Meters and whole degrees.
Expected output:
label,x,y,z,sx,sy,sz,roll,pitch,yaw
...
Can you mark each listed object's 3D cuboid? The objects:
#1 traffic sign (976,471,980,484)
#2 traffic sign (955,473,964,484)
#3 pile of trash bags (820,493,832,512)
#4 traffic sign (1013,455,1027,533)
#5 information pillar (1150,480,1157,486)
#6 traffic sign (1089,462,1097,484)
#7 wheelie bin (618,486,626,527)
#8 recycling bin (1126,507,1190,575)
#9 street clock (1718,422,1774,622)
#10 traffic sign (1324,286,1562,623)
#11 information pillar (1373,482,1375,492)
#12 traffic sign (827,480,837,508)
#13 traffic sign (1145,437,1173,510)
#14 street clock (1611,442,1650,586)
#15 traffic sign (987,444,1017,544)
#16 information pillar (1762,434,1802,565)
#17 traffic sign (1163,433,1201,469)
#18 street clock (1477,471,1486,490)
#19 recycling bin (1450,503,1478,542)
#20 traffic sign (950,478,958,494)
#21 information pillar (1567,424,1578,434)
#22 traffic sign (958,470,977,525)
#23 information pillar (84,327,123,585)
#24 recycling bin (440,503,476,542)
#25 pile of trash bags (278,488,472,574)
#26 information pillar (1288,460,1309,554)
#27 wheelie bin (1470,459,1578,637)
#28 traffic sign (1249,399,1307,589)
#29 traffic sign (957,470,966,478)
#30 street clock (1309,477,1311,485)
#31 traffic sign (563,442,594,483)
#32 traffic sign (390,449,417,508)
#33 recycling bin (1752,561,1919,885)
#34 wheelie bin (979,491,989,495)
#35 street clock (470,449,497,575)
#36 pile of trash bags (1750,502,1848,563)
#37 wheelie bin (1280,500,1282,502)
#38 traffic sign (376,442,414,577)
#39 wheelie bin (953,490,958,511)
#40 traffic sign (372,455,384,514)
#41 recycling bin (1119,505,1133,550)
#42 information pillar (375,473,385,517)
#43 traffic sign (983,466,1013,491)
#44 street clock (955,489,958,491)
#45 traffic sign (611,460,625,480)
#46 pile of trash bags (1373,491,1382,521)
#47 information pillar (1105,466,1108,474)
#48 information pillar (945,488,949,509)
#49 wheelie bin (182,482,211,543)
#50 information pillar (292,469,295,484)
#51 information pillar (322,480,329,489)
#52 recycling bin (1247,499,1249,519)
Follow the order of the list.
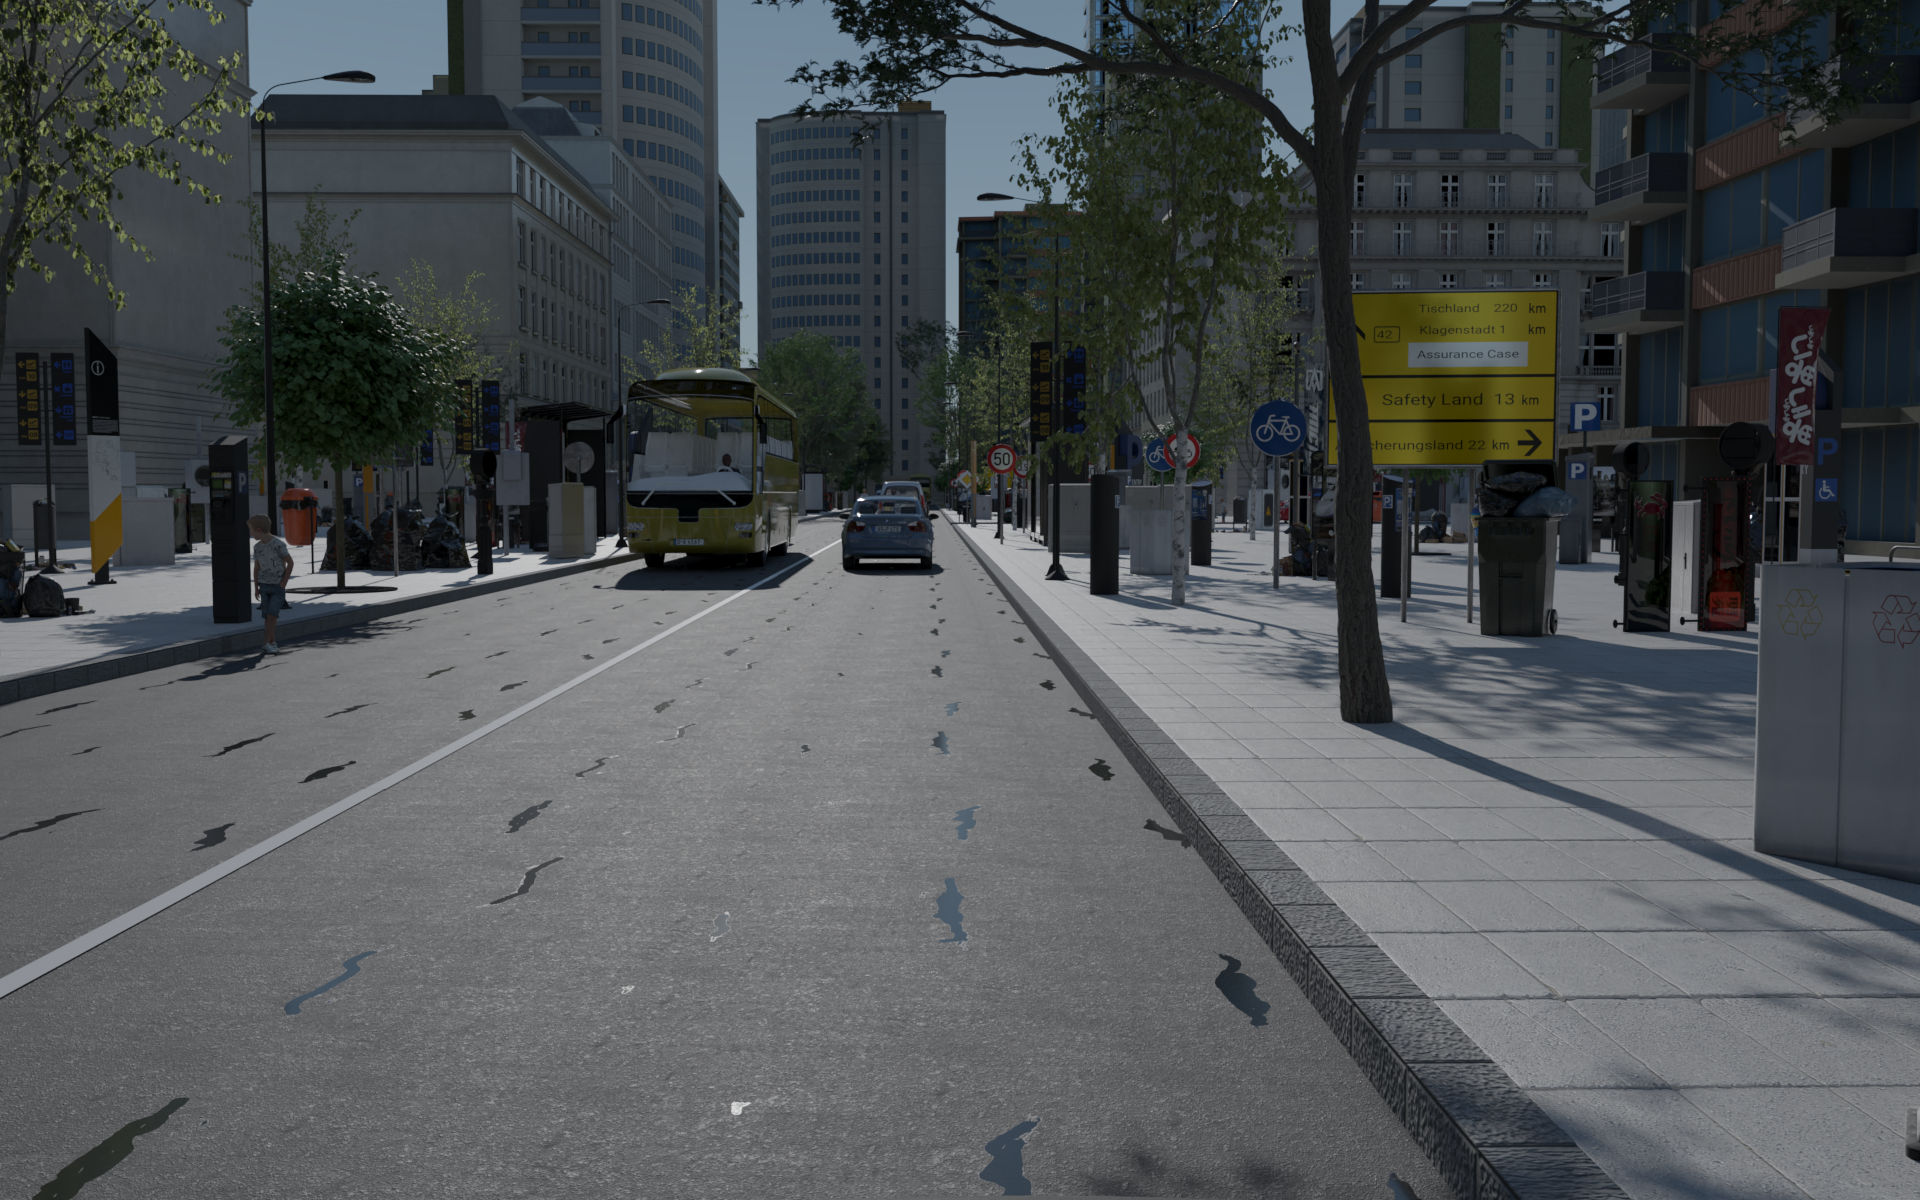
label,x,y,z,sx,sy,sz,roll,pitch,yaw
traffic sign,0.767,-5.470,89.433,0.884,2.594,0.081,0,4,2
traffic sign,0.150,-4.682,80.187,0.795,2.450,0.064,0,4,-1
pile of trash bags,-10.380,-7.274,128.684,1.912,1.369,3.447,1,4,13
traffic sign,2.082,-3.439,56.335,0.768,2.556,0.104,0,3,0
information pillar,10.410,-5.426,93.204,0.304,2.012,0.304,-2,4,-25
traffic sign,5.153,-4.202,68.808,0.768,2.556,0.104,0,4,7
wheelie bin,-13.253,-3.587,66.562,0.980,1.594,0.693,3,4,38
recycling bin,3.194,-0.927,27.716,0.722,1.027,0.722,-2,4,-25
street clock,7.872,-0.784,17.390,0.358,2.002,0.471,-2,4,-32
traffic sign,4.759,-1.426,17.184,2.265,3.308,0.079,0,4,6
information pillar,13.490,-4.035,57.334,0.504,3.616,0.183,0,4,0
traffic sign,-10.251,-8.508,139.106,0.884,2.594,0.081,0,4,4
traffic sign,4.528,-2.366,38.792,0.768,2.556,0.104,0,4,6
street clock,9.331,-1.197,24.144,0.471,2.002,0.358,-1,4,-19
traffic sign,1.064,-2.687,44.030,0.768,2.556,0.104,0,4,-1
information pillar,10.063,-1.022,21.202,0.304,2.012,0.304,-1,4,-19
traffic sign,4.563,-2.178,35.710,0.768,2.556,0.104,0,4,1
street clock,15.815,-2.913,52.192,0.471,2.002,0.358,1,4,13
recycling bin,13.657,-2.090,46.723,0.722,1.027,0.722,2,4,25
traffic sign,-0.413,-8.503,139.124,0.768,2.556,0.104,0,4,3
information pillar,20.472,-4.063,57.790,0.504,3.616,0.183,0,4,1
traffic sign,0.302,-4.193,72.204,0.795,2.450,0.064,0,4,-1
information pillar,-12.162,-2.033,24.590,0.183,3.616,0.504,2,4,24
recycling bin,-13.518,-2.089,46.703,0.722,1.027,0.722,2,4,30
pile of trash bags,-9.974,-1.185,29.120,1.912,1.369,3.447,2,4,26
information pillar,7.266,-1.998,37.161,0.304,2.012,0.304,-2,4,-31
wheelie bin,5.096,-0.479,15.745,0.980,1.594,0.693,2,4,29
traffic sign,4.294,-1.428,23.450,0.768,2.556,0.104,0,4,4
traffic sign,0.238,-5.673,92.855,0.768,2.556,0.104,0,3,0
street clock,13.664,-3.801,66.708,0.471,2.002,0.358,1,4,17
traffic sign,-9.333,-2.587,42.399,0.768,2.556,0.104,0,4,0
traffic sign,-12.729,-2.403,39.397,0.768,2.556,0.104,1,4,8
recycling bin,3.323,0.396,6.078,0.722,1.027,0.722,-2,4,-29
wheelie bin,1.560,-6.657,116.752,0.693,1.594,0.980,1,4,18
street clock,-7.589,-1.410,27.628,0.358,2.002,0.471,1,4,15
pile of trash bags,15.358,-1.363,32.033,1.912,1.369,3.447,2,4,23
wheelie bin,15.831,-4.772,85.934,0.980,1.594,0.693,-1,4,-16
traffic sign,-8.760,-1.512,26.856,0.606,2.300,0.079,0,4,2
wheelie bin,-0.206,-7.439,129.543,0.693,1.594,0.980,0,4,-1
traffic sign,-11.294,-2.061,33.801,0.768,2.556,0.104,0,4,4
recycling bin,3.531,-1.694,40.244,0.722,1.027,0.722,3,5,41
information pillar,-20.466,-3.463,61.113,0.304,2.012,0.304,-1,4,-15
traffic sign,2.836,-8.144,127.023,2.265,3.308,0.079,0,4,5
street clock,-0.245,-8.976,151.334,0.471,2.002,0.358,3,4,37
traffic sign,-12.568,-3.929,64.349,0.768,2.556,0.104,0,4,-1
pile of trash bags,12.025,-2.700,53.899,1.912,1.369,3.447,-2,4,-33
information pillar,11.613,-8.930,137.354,0.183,3.616,0.504,-2,4,-30
information pillar,-1.105,-9.053,152.500,0.304,2.012,0.304,1,4,12
wheelie bin,-20.236,-2.326,45.940,0.693,1.594,0.980,3,5,41
information pillar,-34.640,-6.033,89.998,0.183,3.616,0.504,-1,4,-14
information pillar,-32.777,-5.200,89.511,0.304,2.012,0.304,-2,4,-25
recycling bin,14.943,-4.601,87.779,0.722,1.027,0.722,-1,4,-21
